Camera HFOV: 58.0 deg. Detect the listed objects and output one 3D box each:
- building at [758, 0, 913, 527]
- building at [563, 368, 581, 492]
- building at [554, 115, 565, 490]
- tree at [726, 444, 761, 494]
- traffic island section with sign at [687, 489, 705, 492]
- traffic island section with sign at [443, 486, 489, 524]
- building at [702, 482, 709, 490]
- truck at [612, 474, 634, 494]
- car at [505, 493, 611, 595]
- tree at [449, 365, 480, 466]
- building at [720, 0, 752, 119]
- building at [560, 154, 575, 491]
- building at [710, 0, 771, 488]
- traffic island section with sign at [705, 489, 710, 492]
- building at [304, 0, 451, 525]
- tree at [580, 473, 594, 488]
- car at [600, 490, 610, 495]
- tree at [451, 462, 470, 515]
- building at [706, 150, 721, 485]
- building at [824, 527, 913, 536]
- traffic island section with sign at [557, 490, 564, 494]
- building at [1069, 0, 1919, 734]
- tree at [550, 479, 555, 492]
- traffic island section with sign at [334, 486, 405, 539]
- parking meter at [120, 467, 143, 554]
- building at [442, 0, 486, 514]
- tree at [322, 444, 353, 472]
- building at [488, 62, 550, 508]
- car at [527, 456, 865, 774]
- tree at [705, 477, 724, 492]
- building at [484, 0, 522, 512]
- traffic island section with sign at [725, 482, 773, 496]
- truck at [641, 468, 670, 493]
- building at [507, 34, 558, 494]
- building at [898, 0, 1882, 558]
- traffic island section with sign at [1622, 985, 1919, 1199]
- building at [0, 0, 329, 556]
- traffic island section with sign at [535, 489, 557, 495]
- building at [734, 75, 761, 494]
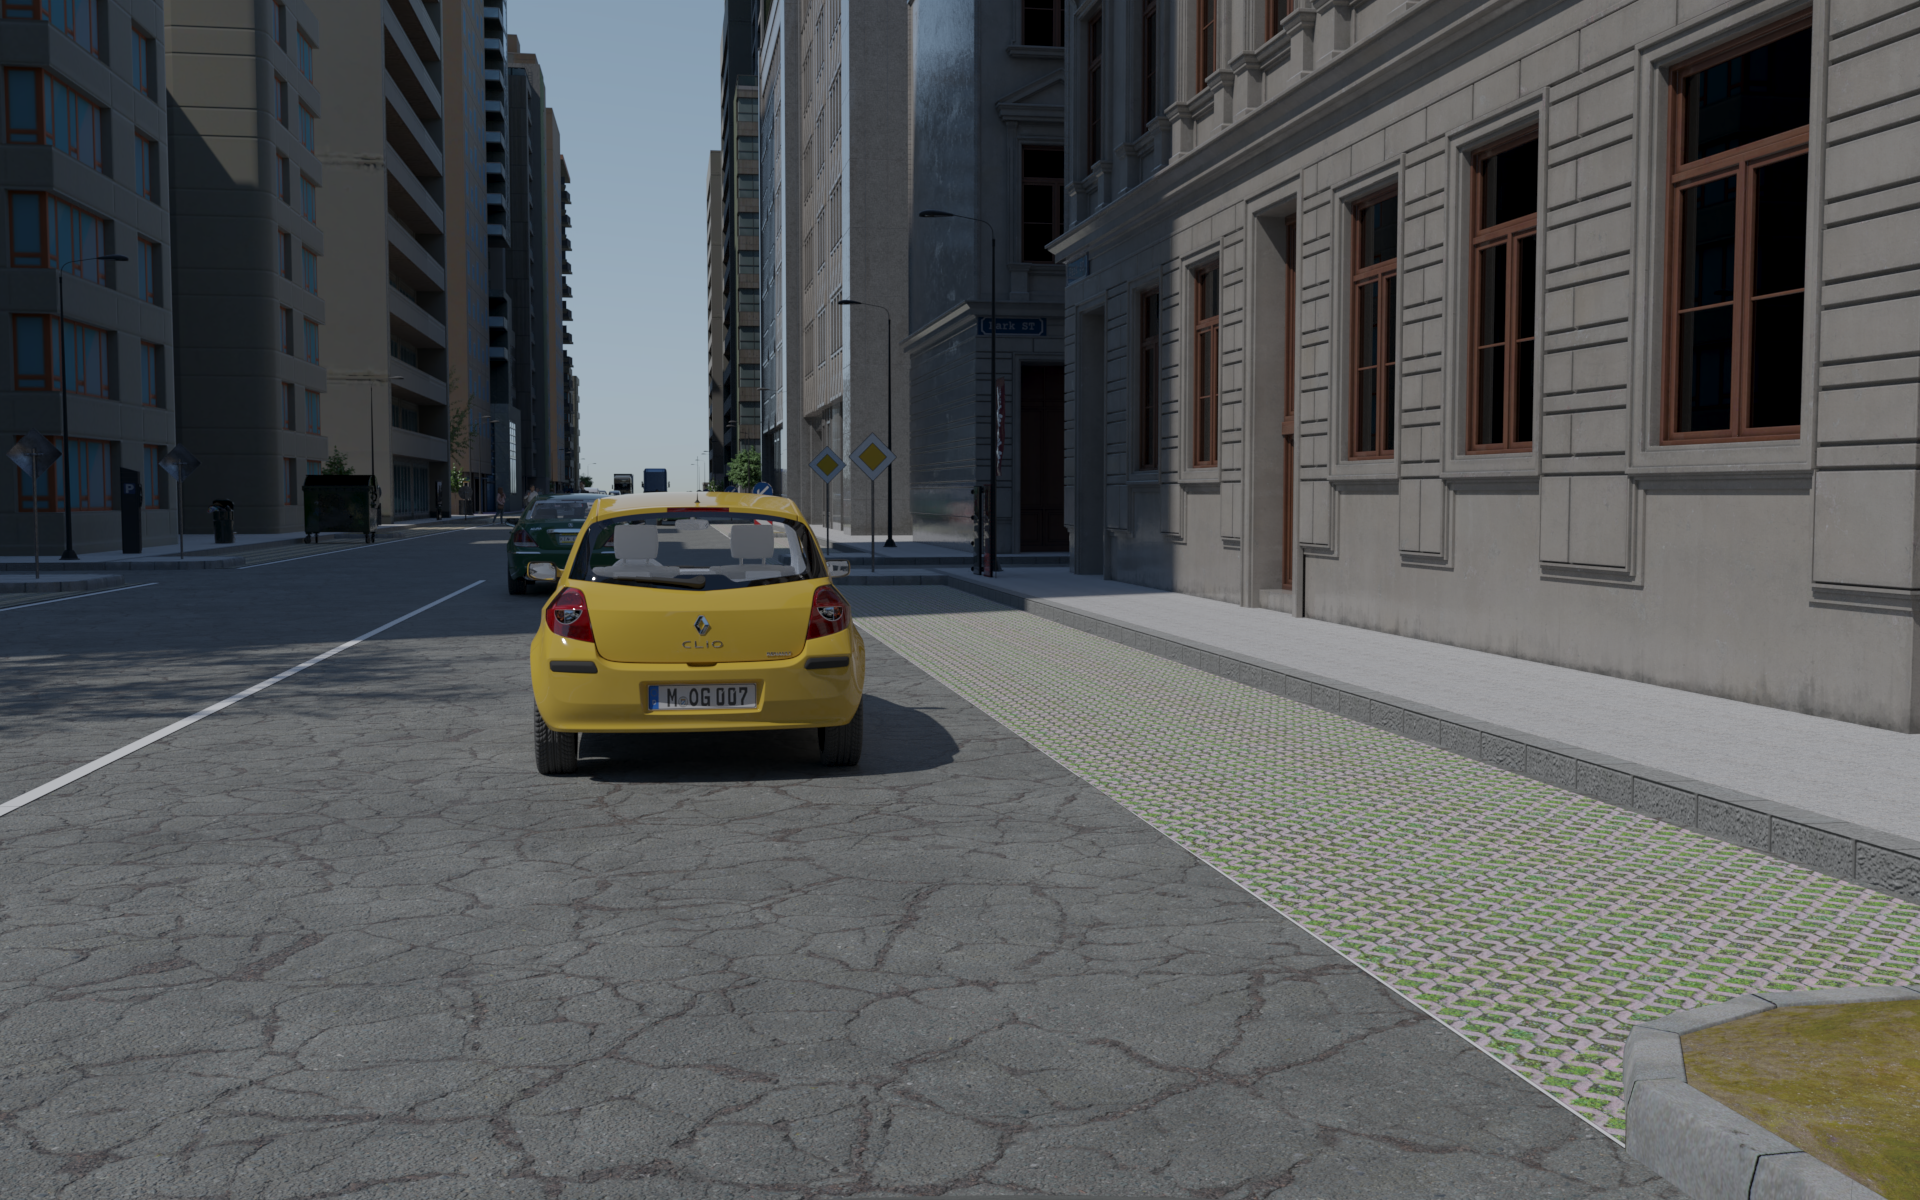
[{"bbox_3d":[-3.111,-16.257,83.825,12.078,24.808,19.932,-1,4,-10],"label":"building"},{"bbox_3d":[-68.504,-24.448,244.756,27.650,21.520,28.899,-1,4,-10],"label":"building"},{"bbox_3d":[-52.397,-33.371,195.719,14.600,45.320,14.200,-1,4,-10],"label":"building"},{"bbox_3d":[-13.580,-7.936,113.462,4.285,4.588,4.351,0,3,0],"label":"tree"},{"bbox_3d":[-24.272,-9.291,160.541,1.989,1.847,2.006,-1,4,-10],"label":"traffic island section with sign"},{"bbox_3d":[-23.759,-4.567,83.297,1.989,1.847,2.006,-1,4,-10],"label":"traffic island section with sign"},{"bbox_3d":[-22.289,-34.652,258.440,32.217,40.220,23.993,-1,4,-10],"label":"building"},{"bbox_3d":[-46.474,-15.310,239.231,2.839,4.237,11.283,-1,4,-9],"label":"truck"},{"bbox_3d":[-5.835,-0.884,26.253,2.131,1.459,4.920,-1,4,-11],"label":"car"},{"bbox_3d":[-29.127,-8.951,96.719,4.737,8.622,4.395,0,3,0],"label":"tree"},{"bbox_3d":[-11.209,-32.934,162.170,21.300,48.544,21.600,-1,4,-10],"label":"building"},{"bbox_3d":[-59.981,-34.350,216.251,22.147,44.769,28.867,-1,4,-10],"label":"building"},{"bbox_3d":[-20.258,-47.339,212.250,20.563,71.187,20.611,-1,4,-10],"label":"building"},{"bbox_3d":[-11.198,-4.602,83.868,1.989,1.847,2.006,-1,4,-10],"label":"traffic island section with sign"},{"bbox_3d":[-36.140,-27.891,79.725,21.300,48.544,21.600,-1,4,-10],"label":"building"},{"bbox_3d":[-57.549,-17.172,264.471,4.285,4.588,4.351,0,3,0],"label":"tree"},{"bbox_3d":[-34.870,-9.688,167.065,2.281,1.827,5.304,-1,4,-11],"label":"car"},{"bbox_3d":[-31.057,-6.834,106.342,1.663,3.219,1.824,0,3,0],"label":"tree"},{"bbox_3d":[-23.055,-37.317,233.835,21.300,48.544,21.600,-1,4,-10],"label":"building"},{"bbox_3d":[0.894,-15.003,63.329,12.078,24.808,19.932,-1,4,-10],"label":"building"},{"bbox_3d":[-36.723,-9.219,159.360,1.989,1.847,2.006,-1,4,-10],"label":"traffic island section with sign"},{"bbox_3d":[8.311,-11.181,18.966,11.583,22.565,21.152,-1,4,-10],"label":"building"},{"bbox_3d":[-43.624,-11.536,183.214,1.663,3.219,1.824,0,3,0],"label":"tree"},{"bbox_3d":[-19.149,-2.916,56.310,1.989,1.847,2.006,-1,4,-10],"label":"traffic island section with sign"},{"bbox_3d":[-17.815,-1.930,37.263,0.399,1.863,0.255,-1,4,-15],"label":"parking meter"},{"bbox_3d":[-38.963,-28.366,113.901,14.600,45.320,14.200,-1,4,-10],"label":"building"},{"bbox_3d":[-24.539,-4.481,67.867,1.663,3.219,1.824,0,3,0],"label":"tree"},{"bbox_3d":[-45.564,-29.069,158.867,14.154,41.232,14.086,-1,4,-10],"label":"building"},{"bbox_3d":[-1.601,-0.011,10.400,2.015,1.641,3.980,-1,4,-10],"label":"car"},{"bbox_3d":[-28.462,-12.556,199.891,1.663,3.219,1.824,0,3,0],"label":"tree"},{"bbox_3d":[-45.778,-50.272,134.625,22.319,86.520,31.000,-1,4,-10],"label":"building"},{"bbox_3d":[-6.668,-2.977,57.294,1.989,1.847,2.006,-1,4,-10],"label":"traffic island section with sign"},{"bbox_3d":[-30.720,-11.300,174.509,2.967,4.110,18.799,-1,4,-10],"label":"truck"},{"bbox_3d":[-48.545,-31.954,172.556,14.600,45.320,14.200,-1,4,-10],"label":"building"},{"bbox_3d":[9.156,-12.634,42.720,21.152,22.565,11.583,-1,4,-10],"label":"building"},{"bbox_3d":[2.501,0.316,3.468,1.989,1.847,2.006,-1,4,-10],"label":"traffic island section with sign"},{"bbox_3d":[-34.607,-12.361,47.146,27.650,21.520,28.899,-1,4,-10],"label":"building"},{"bbox_3d":[-32.187,-7.594,132.788,1.989,1.847,2.006,-1,4,-10],"label":"traffic island section with sign"},{"bbox_3d":[-9.112,-21.552,124.084,14.160,30.474,14.107,-1,4,-10],"label":"building"}]
